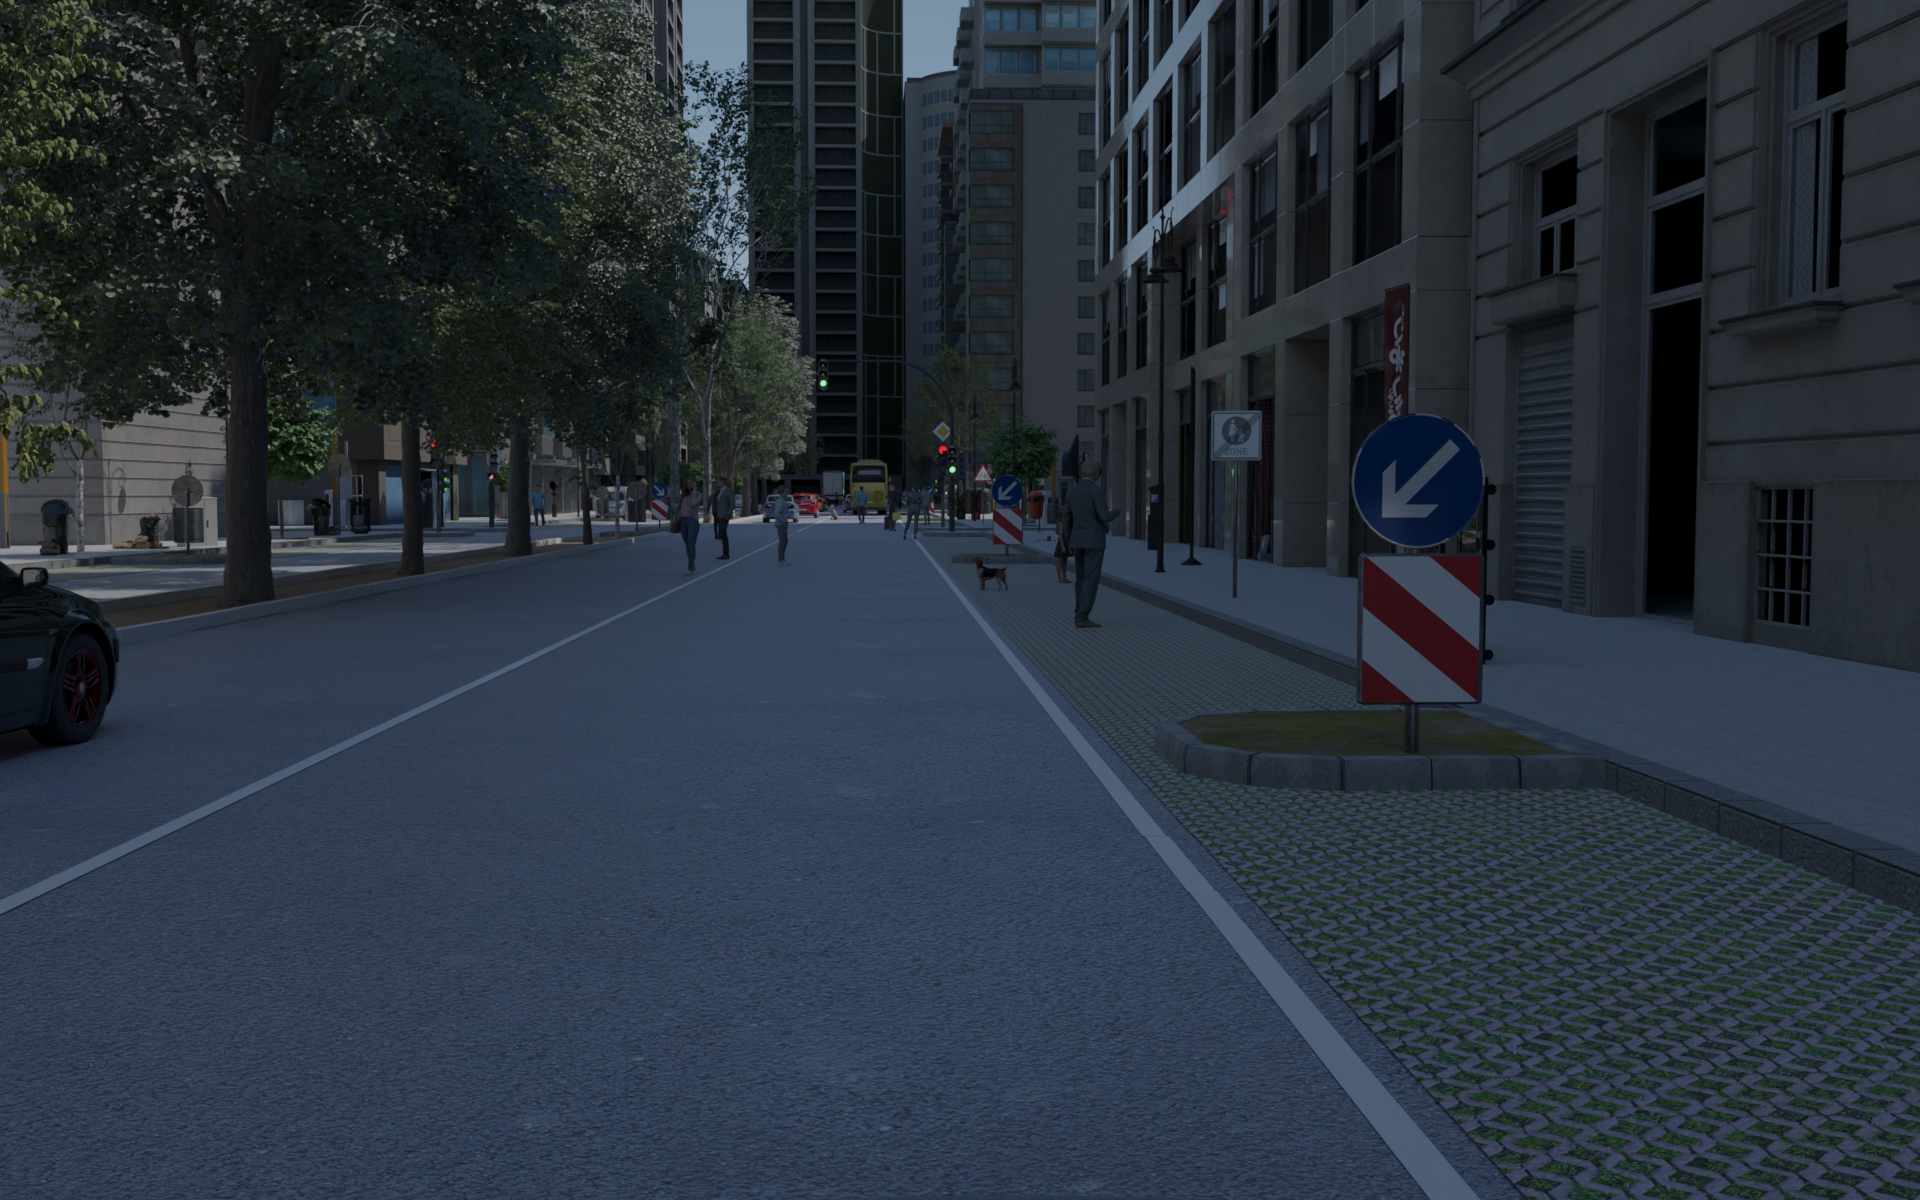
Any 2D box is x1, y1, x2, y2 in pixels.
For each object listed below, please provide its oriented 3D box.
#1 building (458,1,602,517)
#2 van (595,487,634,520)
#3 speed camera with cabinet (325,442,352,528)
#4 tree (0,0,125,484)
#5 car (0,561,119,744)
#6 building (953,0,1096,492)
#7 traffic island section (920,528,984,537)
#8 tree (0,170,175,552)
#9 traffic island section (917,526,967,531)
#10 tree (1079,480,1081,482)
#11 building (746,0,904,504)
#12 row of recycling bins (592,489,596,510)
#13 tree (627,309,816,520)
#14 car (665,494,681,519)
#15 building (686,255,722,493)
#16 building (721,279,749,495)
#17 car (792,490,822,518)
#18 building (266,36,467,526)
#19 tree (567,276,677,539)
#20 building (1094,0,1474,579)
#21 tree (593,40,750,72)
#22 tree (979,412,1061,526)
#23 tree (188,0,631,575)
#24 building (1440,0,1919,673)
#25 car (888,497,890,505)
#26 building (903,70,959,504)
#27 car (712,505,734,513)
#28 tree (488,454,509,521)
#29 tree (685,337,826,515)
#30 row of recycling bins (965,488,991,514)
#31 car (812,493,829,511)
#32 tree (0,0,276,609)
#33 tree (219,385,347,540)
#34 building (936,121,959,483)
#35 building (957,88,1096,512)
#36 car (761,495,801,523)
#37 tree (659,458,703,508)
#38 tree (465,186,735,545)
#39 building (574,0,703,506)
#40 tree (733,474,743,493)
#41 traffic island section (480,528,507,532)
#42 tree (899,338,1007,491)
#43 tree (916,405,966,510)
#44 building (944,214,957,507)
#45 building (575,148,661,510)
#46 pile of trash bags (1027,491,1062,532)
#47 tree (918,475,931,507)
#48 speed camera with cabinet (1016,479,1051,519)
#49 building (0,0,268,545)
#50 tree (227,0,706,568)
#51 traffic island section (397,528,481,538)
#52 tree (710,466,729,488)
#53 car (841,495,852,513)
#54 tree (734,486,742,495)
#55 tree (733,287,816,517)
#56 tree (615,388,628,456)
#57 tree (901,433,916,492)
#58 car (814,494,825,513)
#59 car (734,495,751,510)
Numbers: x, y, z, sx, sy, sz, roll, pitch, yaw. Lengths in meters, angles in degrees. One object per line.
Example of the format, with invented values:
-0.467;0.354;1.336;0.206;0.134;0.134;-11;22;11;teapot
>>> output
-35.472;-29.733;105.739;23.786;49.044;30.456;0;4;-3;building
-19.236;-5.477;96.565;2.013;2.044;4.112;0;4;-2;van
-23.605;-4.365;65.707;0.660;3.252;2.038;-2;4;-32;speed camera with cabinet
-8.780;-3.751;14.148;4.737;8.622;4.395;0;3;0;tree
-5.867;0.066;8.709;2.009;1.686;4.222;0;4;-1;car
10.795;-32.934;158.084;23.786;49.044;30.456;0;4;-3;building
-0.262;-2.248;59.039;2.009;0.180;2.903;0;4;-3;traffic island section
-19.507;-5.380;38.333;4.360;8.622;3.978;0;3;0;tree
-0.640;-2.736;67.015;2.009;0.180;2.903;0;4;-3;traffic island section
7.737;-7.647;119.629;1.663;3.219;1.824;0;3;0;tree
-17.962;-48.816;236.385;20.611;71.187;20.563;0;4;-3;building
-26.574;-7.645;132.115;3.534;1.692;1.069;2;4;28;row of recycling bins
-12.676;-10.259;95.954;9.928;11.665;9.643;0;3;0;tree
-15.688;-5.311;96.625;2.009;1.686;4.222;0;4;-5;car
-36.743;-26.663;207.644;14.107;30.474;14.160;0;4;-3;building
-35.537;-28.208;232.899;14.107;30.474;14.160;0;4;-3;building
-9.417;-5.824;104.259;2.155;1.783;4.494;0;4;-3;car
-30.561;-26.033;75.745;14.600;45.320;14.200;0;4;-3;building
-10.887;-6.243;54.900;4.360;8.622;3.978;0;3;0;tree
14.785;-14.377;39.582;19.350;26.468;34.151;0;4;-3;building
-12.936;-13.018;71.189;12.611;20.169;13.585;0;3;0;tree
2.397;-5.225;69.145;4.285;4.588;4.351;0;3;0;tree
-9.780;-6.728;30.585;7.486;12.596;7.792;0;3;0;tree
14.337;-10.661;7.587;16.112;22.955;30.059;0;4;-3;building
-7.947;-12.584;215.334;1.945;1.707;3.694;0;4;-3;car
6.494;-42.531;237.382;28.212;58.520;21.231;0;4;-3;building
-17.762;-7.116;128.353;2.014;1.417;4.499;0;4;-2;car
-21.819;-5.442;83.578;1.663;3.219;1.824;0;3;0;tree
-13.904;-12.069;116.798;9.611;12.733;9.660;0;3;0;tree
1.113;-6.442;112.438;1.069;1.692;3.534;-1;4;-16;row of recycling bins
-12.337;-8.526;148.441;2.155;1.783;4.494;0;4;-1;car
-8.945;-6.866;21.369;9.857;13.997;8.962;0;3;0;tree
-19.267;-4.013;49.332;4.285;4.588;4.351;0;3;0;tree
8.465;-33.469;201.841;22.147;44.769;28.867;0;4;-3;building
7.348;-21.750;127.314;14.160;30.474;14.107;0;4;-3;building
-9.033;-4.610;87.368;2.014;1.417;4.499;0;4;-4;car
-23.963;-9.976;146.828;4.285;4.588;4.351;0;3;0;tree
-10.465;-6.845;48.784;8.767;10.594;7.601;0;4;-3;tree
-38.003;-45.681;185.144;20.563;71.187;20.611;0;4;-3;building
-27.416;-13.792;209.217;4.285;4.588;4.351;0;3;0;tree
-17.912;-2.687;66.205;2.009;0.180;2.903;0;4;-3;traffic island section
-0.213;-10.396;104.381;7.601;10.594;8.767;0;4;-2;tree
-0.849;-11.459;137.712;4.360;8.622;3.978;0;3;0;tree
5.283;-25.013;180.656;14.160;30.474;14.107;0;4;-3;building
-33.462;-22.988;147.550;14.160;30.474;14.107;0;4;-3;building
3.859;-3.001;58.818;3.447;1.369;1.912;-2;4;-24;pile of trash bags
-3.526;-11.153;176.959;1.663;3.219;1.824;0;3;0;tree
3.973;-5.854;90.055;0.660;3.252;2.038;-3;4;-39;speed camera with cabinet
-33.317;-12.625;48.212;24.055;21.916;13.314;0;4;-3;building
-10.236;-7.987;39.703;9.857;13.997;8.962;0;3;0;tree
-17.535;-2.199;58.229;2.009;0.180;2.903;0;4;-3;traffic island section
-24.689;-10.983;163.289;4.285;4.588;4.351;0;3;0;tree
-8.042;-7.336;131.953;2.014;1.417;4.499;0;4;-4;car
-27.406;-13.344;212.774;1.663;3.219;1.824;0;3;0;tree
-13.266;-12.085;106.709;9.857;13.997;8.962;0;3;0;tree
-23.525;-12.834;135.586;9.928;11.665;9.643;0;3;0;tree
-4.278;-14.384;185.545;4.360;8.622;3.978;0;3;0;tree
-11.560;-7.606;134.585;2.015;1.641;3.980;0;4;-1;car
-19.348;-8.610;153.140;2.083;1.381;4.827;0;4;-2;car
